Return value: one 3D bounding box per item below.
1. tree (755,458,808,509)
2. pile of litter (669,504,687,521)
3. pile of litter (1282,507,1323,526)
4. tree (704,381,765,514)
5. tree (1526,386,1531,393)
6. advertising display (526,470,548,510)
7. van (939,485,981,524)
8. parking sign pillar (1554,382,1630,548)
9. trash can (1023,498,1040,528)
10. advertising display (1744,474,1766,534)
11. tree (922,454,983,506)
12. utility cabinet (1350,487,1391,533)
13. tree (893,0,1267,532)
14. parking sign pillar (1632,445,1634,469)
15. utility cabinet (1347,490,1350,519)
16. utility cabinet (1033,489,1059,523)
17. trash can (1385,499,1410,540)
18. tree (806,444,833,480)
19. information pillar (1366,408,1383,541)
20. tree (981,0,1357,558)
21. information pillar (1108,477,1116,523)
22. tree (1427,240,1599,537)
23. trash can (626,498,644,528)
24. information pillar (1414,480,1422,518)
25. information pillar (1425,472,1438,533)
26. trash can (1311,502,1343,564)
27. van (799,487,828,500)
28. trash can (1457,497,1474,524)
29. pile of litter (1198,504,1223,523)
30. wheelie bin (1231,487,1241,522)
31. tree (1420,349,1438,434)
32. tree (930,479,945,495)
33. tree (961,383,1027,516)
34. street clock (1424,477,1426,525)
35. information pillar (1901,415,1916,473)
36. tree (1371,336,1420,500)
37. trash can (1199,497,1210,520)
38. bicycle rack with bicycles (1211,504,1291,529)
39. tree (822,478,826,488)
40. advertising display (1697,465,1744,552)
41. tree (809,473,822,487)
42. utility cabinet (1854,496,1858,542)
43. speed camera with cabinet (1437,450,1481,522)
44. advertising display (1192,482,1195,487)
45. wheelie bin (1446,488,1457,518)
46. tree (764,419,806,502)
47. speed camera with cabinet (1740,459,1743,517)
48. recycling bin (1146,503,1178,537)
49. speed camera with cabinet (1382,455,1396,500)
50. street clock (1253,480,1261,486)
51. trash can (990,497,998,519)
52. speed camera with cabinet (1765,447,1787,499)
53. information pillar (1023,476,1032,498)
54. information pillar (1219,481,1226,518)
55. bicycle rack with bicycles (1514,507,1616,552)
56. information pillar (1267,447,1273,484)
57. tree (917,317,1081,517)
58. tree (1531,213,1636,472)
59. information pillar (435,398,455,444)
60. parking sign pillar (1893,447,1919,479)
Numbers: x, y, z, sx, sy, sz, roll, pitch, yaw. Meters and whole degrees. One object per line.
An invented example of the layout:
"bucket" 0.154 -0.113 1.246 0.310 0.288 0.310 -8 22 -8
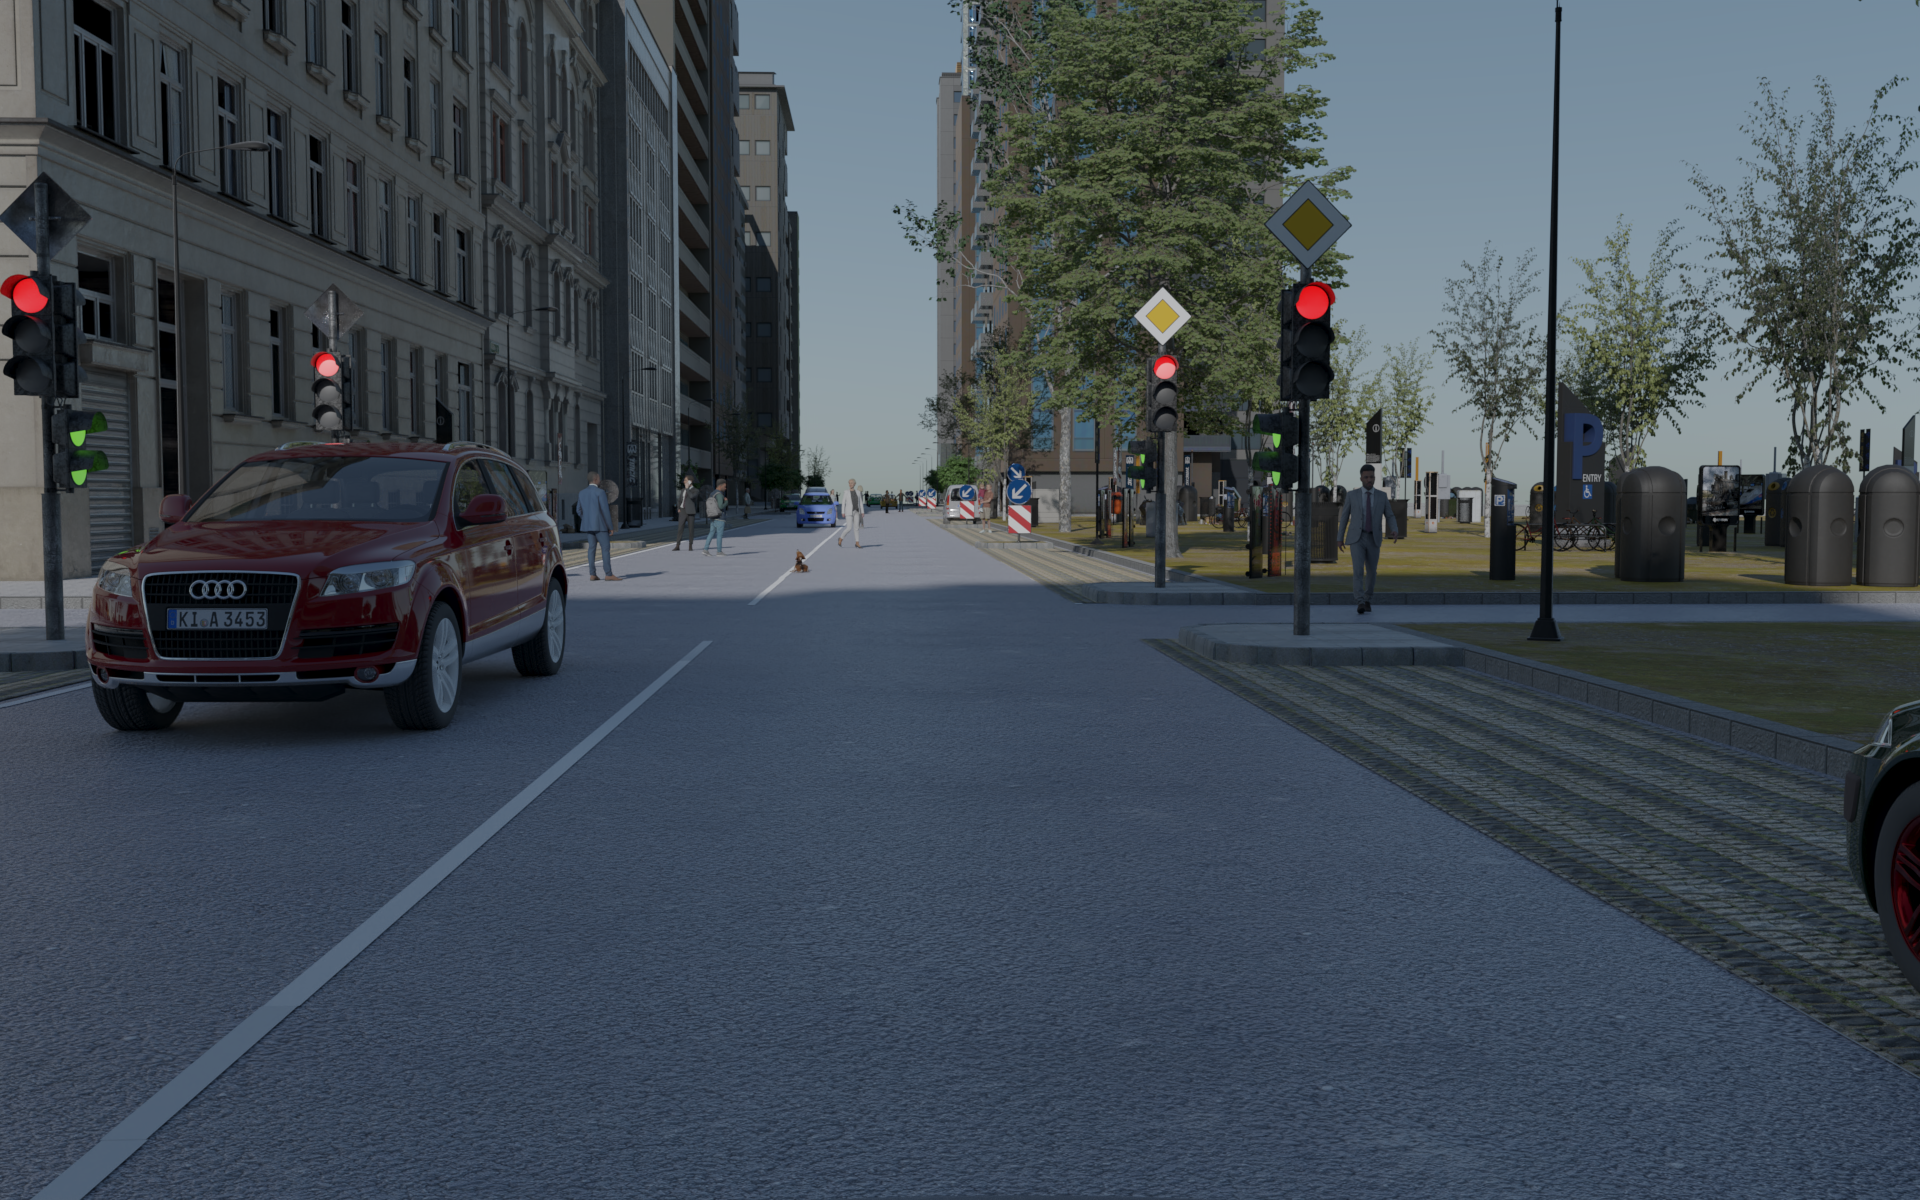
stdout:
"tree" -16.675 -10.438 154.380 4.285 4.588 4.351 0 3 0
"pile of litter" -13.177 -4.158 81.954 1.176 0.858 1.719 -1 4 -12
"pile of litter" 13.901 -3.441 70.223 1.176 0.858 1.719 -2 4 -31
"tree" -14.447 -9.883 111.947 4.360 8.622 3.978 0 3 0
"tree" 25.922 -7.443 72.062 4.737 8.622 4.395 0 3 0
"advertising display" -11.375 -2.526 46.513 0.123 1.923 0.974 1 4 18
"van" 0.084 -4.402 78.988 2.013 2.044 4.112 0 4 -2
"parking sign pillar" 15.046 -3.272 41.968 1.447 3.967 1.447 -2 4 -33
"trash can" 2.712 -3.360 66.586 0.748 1.137 0.748 0 3 0
"advertising display" 25.604 -3.113 56.109 0.123 1.923 0.974 -2 4 -30
"tree" 0.039 -8.784 127.325 4.285 4.588 4.351 0 3 0
"utility cabinet" 13.473 -2.937 56.694 1.173 1.500 0.318 0 4 4
"tree" 4.105 -12.450 59.443 12.611 20.169 13.585 0 3 0
"parking sign pillar" 36.309 -6.524 95.141 1.447 3.967 1.447 1 4 22
"utility cabinet" 19.481 -4.878 88.426 1.173 1.500 0.318 -2 4 -35
"utility cabinet" 3.786 -4.153 76.574 1.173 1.500 0.318 -2 4 -26
"trash can" 12.349 -2.286 49.025 0.748 1.137 0.748 0 3 0
"tree" -21.270 -18.784 257.476 4.360 8.622 3.978 0 3 0
"information pillar" 11.263 -3.410 47.112 0.183 3.616 0.504 -3 5 -42
"tree" 4.100 -7.108 34.350 7.486 12.596 7.792 0 3 0
"information pillar" 6.686 -4.377 76.057 0.304 2.012 0.304 0 4 -7
"tree" 15.891 -6.166 51.170 4.360 8.622 3.978 0 3 0
"trash can" -12.341 -3.302 65.641 0.748 1.137 0.748 0 3 0
"information pillar" 24.167 -5.319 91.465 0.304 2.012 0.304 0 4 -8
"information pillar" 15.445 -3.196 56.744 0.304 2.012 0.304 -1 4 -11
"trash can" 6.677 -1.243 31.984 0.748 1.137 0.748 0 3 0
"van" -8.598 -5.913 103.693 2.013 2.044 4.112 0 4 -4
"trash can" 21.890 -3.877 75.035 0.748 1.137 0.748 0 3 0
"pile of litter" 11.390 -3.855 76.997 1.719 0.858 1.176 0 4 -4
"wheelie bin" 12.590 -4.407 79.967 0.693 1.594 0.980 1 4 18
"tree" 20.561 -8.022 81.519 4.737 8.622 4.395 0 3 0
"tree" -2.092 -11.681 185.585 1.663 3.219 1.824 0 3 0
"tree" 2.056 -9.325 102.829 4.360 8.622 3.978 0 3 0
"street clock" 19.498 -4.137 72.206 0.358 2.002 0.471 0 4 -1
"information pillar" 28.060 -3.666 51.288 0.504 3.616 0.183 -2 4 -27
"tree" 16.195 -7.546 73.736 4.737 8.622 4.395 0 3 0
"trash can" 12.203 -4.540 85.884 0.748 1.137 0.748 0 3 0
"bicycle rack with bicycles" 11.001 -3.171 65.230 2.925 0.926 2.852 1 4 12
"tree" -20.815 -16.182 248.295 4.285 4.588 4.351 0 3 0
"advertising display" 16.846 -2.033 38.446 0.974 1.923 0.123 -1 4 -12
"tree" -17.984 -12.377 186.076 4.285 4.588 4.351 0 3 0
"utility cabinet" 24.299 -2.124 45.895 1.020 1.237 0.306 2 4 35
"speed camera with cabinet" 22.559 -5.153 78.580 2.038 3.252 0.660 0 4 6
"advertising display" 12.692 -5.452 94.349 0.123 1.923 0.974 0 4 5
"wheelie bin" 26.683 -5.265 93.994 0.693 1.594 0.980 0 4 4
"tree" -17.364 -13.359 168.786 4.737 8.622 4.395 0 3 0
"speed camera with cabinet" 44.417 -6.356 98.248 0.660 3.252 2.038 2 4 28
"recycling bin" 5.994 -2.376 51.398 0.722 1.027 0.722 3 4 36
"speed camera with cabinet" 21.933 -5.800 89.170 0.660 3.252 2.038 0 4 1
"street clock" 15.442 -5.258 90.542 0.471 2.002 0.358 3 5 41
"trash can" 1.638 -4.758 89.441 0.748 1.137 0.748 0 3 0
"speed camera with cabinet" 34.737 -4.764 72.220 2.038 3.252 0.660 3 5 45
"information pillar" 2.788 -4.124 71.912 0.304 2.012 0.304 -1 4 -19
"information pillar" 14.309 -5.504 94.478 0.304 2.012 0.304 2 4 34
"bicycle rack with bicycles" 14.043 -1.574 39.113 2.925 0.926 2.852 3 4 36
"information pillar" 15.320 -5.738 85.164 0.504 3.616 0.183 3 5 42
"tree" 1.914 -9.640 92.032 8.767 10.594 7.601 -1 4 -13
"tree" 18.086 -5.858 46.137 4.737 8.622 4.395 0 3 0
"information pillar" -12.516 -3.105 42.125 0.504 3.616 0.183 1 4 20
"parking sign pillar" 53.634 -6.713 98.223 1.447 3.967 1.447 0 4 4
